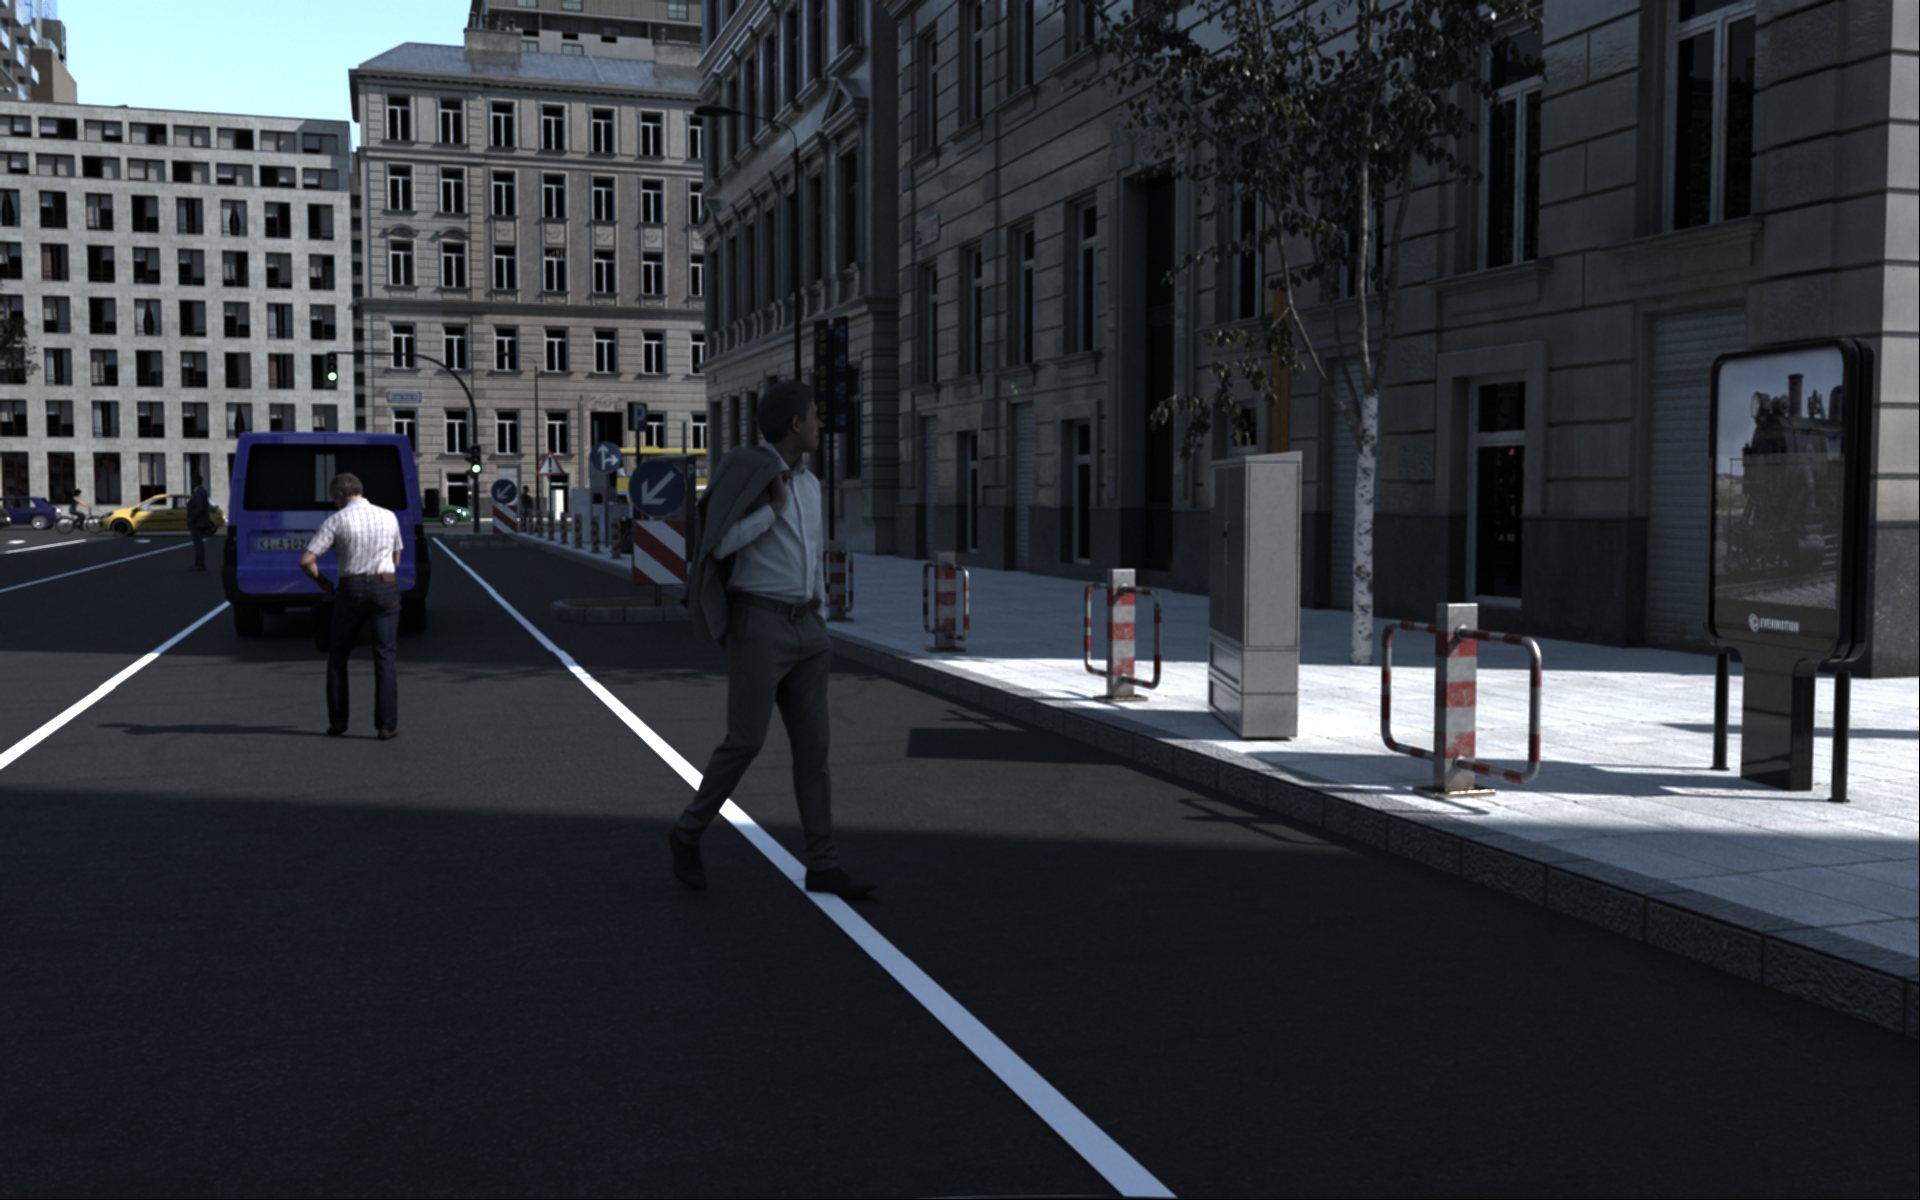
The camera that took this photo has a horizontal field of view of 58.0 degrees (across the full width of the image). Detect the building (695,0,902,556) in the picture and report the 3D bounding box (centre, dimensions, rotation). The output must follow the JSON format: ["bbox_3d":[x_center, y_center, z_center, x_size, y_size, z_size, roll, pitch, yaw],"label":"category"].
[{"bbox_3d":[-0.129,-12.849,46.244,11.583,22.565,21.152,-1,4,-18],"label":"building"}]

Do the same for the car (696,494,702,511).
[{"bbox_3d":[-12.191,-3.830,74.416,4.920,1.459,2.131,-1,4,-19],"label":"car"}]

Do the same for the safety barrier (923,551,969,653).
[{"bbox_3d":[-0.121,0.011,14.093,0.300,0.817,1.120,-1,4,-18],"label":"safety barrier"}]

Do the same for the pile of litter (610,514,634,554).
[{"bbox_3d":[-7.025,-1.455,37.749,1.176,0.858,1.719,-1,4,-13],"label":"pile of litter"}]

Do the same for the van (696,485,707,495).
[{"bbox_3d":[-12.214,-4.311,77.494,4.112,2.044,2.013,-1,4,-17],"label":"van"}]

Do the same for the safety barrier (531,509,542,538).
[{"bbox_3d":[-12.371,-2.248,51.037,0.300,0.817,1.120,-1,4,-18],"label":"safety barrier"}]

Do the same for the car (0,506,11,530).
[{"bbox_3d":[-35.121,-3.053,59.708,4.222,1.686,2.009,-1,4,-20],"label":"car"}]

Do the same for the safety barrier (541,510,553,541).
[{"bbox_3d":[-11.257,-2.043,47.676,0.300,0.817,1.120,-1,4,-18],"label":"safety barrier"}]

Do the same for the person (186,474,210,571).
[{"bbox_3d":[-14.292,-1.456,32.492,0.419,1.800,0.721,-2,4,-24],"label":"person"}]

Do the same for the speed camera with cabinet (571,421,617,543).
[{"bbox_3d":[-9.741,-3.171,46.179,0.660,3.252,2.038,1,4,8],"label":"speed camera with cabinet"}]

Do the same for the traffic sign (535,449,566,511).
[{"bbox_3d":[-11.931,-3.086,50.453,0.884,2.594,0.081,-1,4,-16],"label":"traffic sign"}]

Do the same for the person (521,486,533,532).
[{"bbox_3d":[-14.908,-3.078,59.651,0.431,1.722,0.655,-1,4,-8],"label":"person"}]

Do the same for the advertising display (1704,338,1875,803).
[{"bbox_3d":[3.603,-0.146,7.593,0.123,1.923,0.974,-1,4,-9],"label":"advertising display"}]

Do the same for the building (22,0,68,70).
[{"bbox_3d":[-132.858,-56.145,230.634,31.000,86.520,22.319,-1,4,-18],"label":"building"}]

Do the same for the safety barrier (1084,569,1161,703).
[{"bbox_3d":[0.995,0.217,10.726,0.300,0.817,1.120,-1,4,-18],"label":"safety barrier"}]

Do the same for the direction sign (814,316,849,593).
[{"bbox_3d":[-1.665,-1.861,22.423,0.379,3.537,0.876,-2,4,-32],"label":"direction sign"}]

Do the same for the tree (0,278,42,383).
[{"bbox_3d":[-29.853,-6.782,47.763,8.767,10.594,7.601,-1,4,-18],"label":"tree"}]

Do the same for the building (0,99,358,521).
[{"bbox_3d":[-40.189,-14.357,89.482,16.860,20.320,10.420,-1,4,-18],"label":"building"}]

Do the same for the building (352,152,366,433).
[{"bbox_3d":[-80.958,-38.241,248.948,21.600,48.544,21.300,-1,4,-18],"label":"building"}]

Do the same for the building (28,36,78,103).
[{"bbox_3d":[-94.696,-31.778,169.679,14.600,45.320,14.200,-1,4,-18],"label":"building"}]

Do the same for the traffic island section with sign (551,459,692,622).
[{"bbox_3d":[-3.757,-0.715,20.322,1.989,1.847,2.006,-1,4,-18],"label":"traffic island section with sign"}]

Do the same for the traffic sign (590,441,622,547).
[{"bbox_3d":[-8.546,-2.554,41.856,0.768,2.556,0.104,-1,4,-10],"label":"traffic sign"}]

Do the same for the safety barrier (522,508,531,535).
[{"bbox_3d":[-13.482,-2.454,54.391,0.300,0.817,1.120,-1,4,-18],"label":"safety barrier"}]

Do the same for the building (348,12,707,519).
[{"bbox_3d":[-20.426,-18.291,96.322,25.104,27.353,12.463,-1,4,-18],"label":"building"}]

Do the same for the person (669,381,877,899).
[{"bbox_3d":[-0.702,0.147,6.192,0.850,1.850,0.679,2,4,28],"label":"person"}]

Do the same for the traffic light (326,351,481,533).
[{"bbox_3d":[-17.824,-4.965,55.840,4.771,5.953,1.251,-1,4,-18],"label":"traffic light"}]

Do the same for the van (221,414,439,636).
[{"bbox_3d":[-6.964,-0.916,19.362,2.240,2.365,5.245,-1,4,-18],"label":"van"}]

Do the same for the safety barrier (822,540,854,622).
[{"bbox_3d":[-1.237,-0.195,17.458,0.300,0.817,1.120,-1,4,-18],"label":"safety barrier"}]

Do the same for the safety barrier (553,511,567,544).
[{"bbox_3d":[-10.141,-1.838,44.319,0.300,0.817,1.120,-1,4,-18],"label":"safety barrier"}]

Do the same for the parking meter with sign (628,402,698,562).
[{"bbox_3d":[-5.367,-2.228,32.688,1.738,3.016,0.543,1,4,23],"label":"parking meter with sign"}]

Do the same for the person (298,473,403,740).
[{"bbox_3d":[-3.587,0.031,10.209,0.614,1.554,0.590,-3,4,-36],"label":"person"}]

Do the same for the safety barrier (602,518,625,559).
[{"bbox_3d":[-6.797,-1.221,34.236,0.300,0.817,1.120,-1,4,-18],"label":"safety barrier"}]

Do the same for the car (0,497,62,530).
[{"bbox_3d":[-38.389,-3.496,69.732,3.894,1.354,1.945,-1,4,-19],"label":"car"}]

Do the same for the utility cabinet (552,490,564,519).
[{"bbox_3d":[-20.220,-4.779,86.813,0.318,1.500,1.173,0,4,6],"label":"utility cabinet"}]

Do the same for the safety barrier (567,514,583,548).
[{"bbox_3d":[-9.029,-1.632,40.965,0.300,0.817,1.120,-1,4,-18],"label":"safety barrier"}]

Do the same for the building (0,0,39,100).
[{"bbox_3d":[-91.620,-32.250,146.893,23.786,49.044,30.456,-1,4,-18],"label":"building"}]

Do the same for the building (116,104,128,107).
[{"bbox_3d":[-106.393,-40.093,244.762,27.495,52.752,28.713,-1,4,-18],"label":"building"}]

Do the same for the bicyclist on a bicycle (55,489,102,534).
[{"bbox_3d":[-31.664,-3.198,62.313,1.625,1.676,1.499,-1,4,-20],"label":"bicyclist on a bicycle"}]

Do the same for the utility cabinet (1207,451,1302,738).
[{"bbox_3d":[1.591,-0.051,9.520,0.318,1.500,1.173,0,4,0],"label":"utility cabinet"}]

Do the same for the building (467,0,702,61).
[{"bbox_3d":[-34.321,-35.892,176.073,28.713,52.752,27.495,-1,4,-18],"label":"building"}]

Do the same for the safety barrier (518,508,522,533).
[{"bbox_3d":[-14.598,-2.659,57.750,0.300,0.817,1.120,-1,4,-18],"label":"safety barrier"}]

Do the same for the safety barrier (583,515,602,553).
[{"bbox_3d":[-7.915,-1.427,37.601,0.300,0.817,1.120,-1,4,-18],"label":"safety barrier"}]

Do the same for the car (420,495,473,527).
[{"bbox_3d":[-23.989,-3.940,76.214,4.920,1.459,2.131,-1,4,-19],"label":"car"}]

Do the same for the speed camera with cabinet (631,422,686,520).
[{"bbox_3d":[-8.185,-3.258,47.597,2.038,3.252,0.660,3,4,38],"label":"speed camera with cabinet"}]

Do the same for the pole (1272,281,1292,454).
[{"bbox_3d":[3.091,-1.397,16.690,0.158,3.312,0.155,0,3,0],"label":"pole"}]

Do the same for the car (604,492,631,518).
[{"bbox_3d":[-11.929,-3.268,63.025,3.694,1.707,1.945,-1,4,-19],"label":"car"}]

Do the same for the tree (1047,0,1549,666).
[{"bbox_3d":[2.921,-3.830,12.984,4.360,8.622,3.978,0,3,0],"label":"tree"}]

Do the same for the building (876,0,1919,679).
[{"bbox_3d":[7.864,-13.894,24.423,12.463,27.353,25.104,-1,4,-18],"label":"building"}]

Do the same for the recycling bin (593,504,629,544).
[{"bbox_3d":[-9.019,-1.970,44.770,0.722,1.027,0.722,-2,4,-34],"label":"recycling bin"}]

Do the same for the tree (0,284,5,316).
[{"bbox_3d":[-27.018,-7.659,38.045,12.009,13.543,11.850,0,3,0],"label":"tree"}]

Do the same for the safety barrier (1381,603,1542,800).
[{"bbox_3d":[2.108,0.422,7.370,0.300,0.817,1.120,-1,4,-18],"label":"safety barrier"}]

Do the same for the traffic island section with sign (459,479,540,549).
[{"bbox_3d":[-12.233,-2.281,45.915,1.989,1.847,2.006,-1,4,-18],"label":"traffic island section with sign"}]

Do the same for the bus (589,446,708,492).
[{"bbox_3d":[-11.430,-5.590,82.940,12.252,3.916,2.896,-1,4,-18],"label":"bus"}]

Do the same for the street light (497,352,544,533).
[{"bbox_3d":[-14.494,-5.170,57.075,1.470,5.913,1.316,-1,4,-18],"label":"street light"}]

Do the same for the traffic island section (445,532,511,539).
[{"bbox_3d":[-15.824,-2.109,56.760,2.009,0.180,2.903,-1,4,-18],"label":"traffic island section"}]

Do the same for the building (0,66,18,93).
[{"bbox_3d":[-60.210,-18.162,84.340,23.554,28.519,14.401,-1,4,-18],"label":"building"}]

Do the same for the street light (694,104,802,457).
[{"bbox_3d":[-2.499,-2.963,20.994,1.470,5.913,1.316,-1,4,-18],"label":"street light"}]

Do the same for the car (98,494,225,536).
[{"bbox_3d":[-27.514,-3.028,59.725,3.980,1.641,2.015,-1,4,-17],"label":"car"}]
